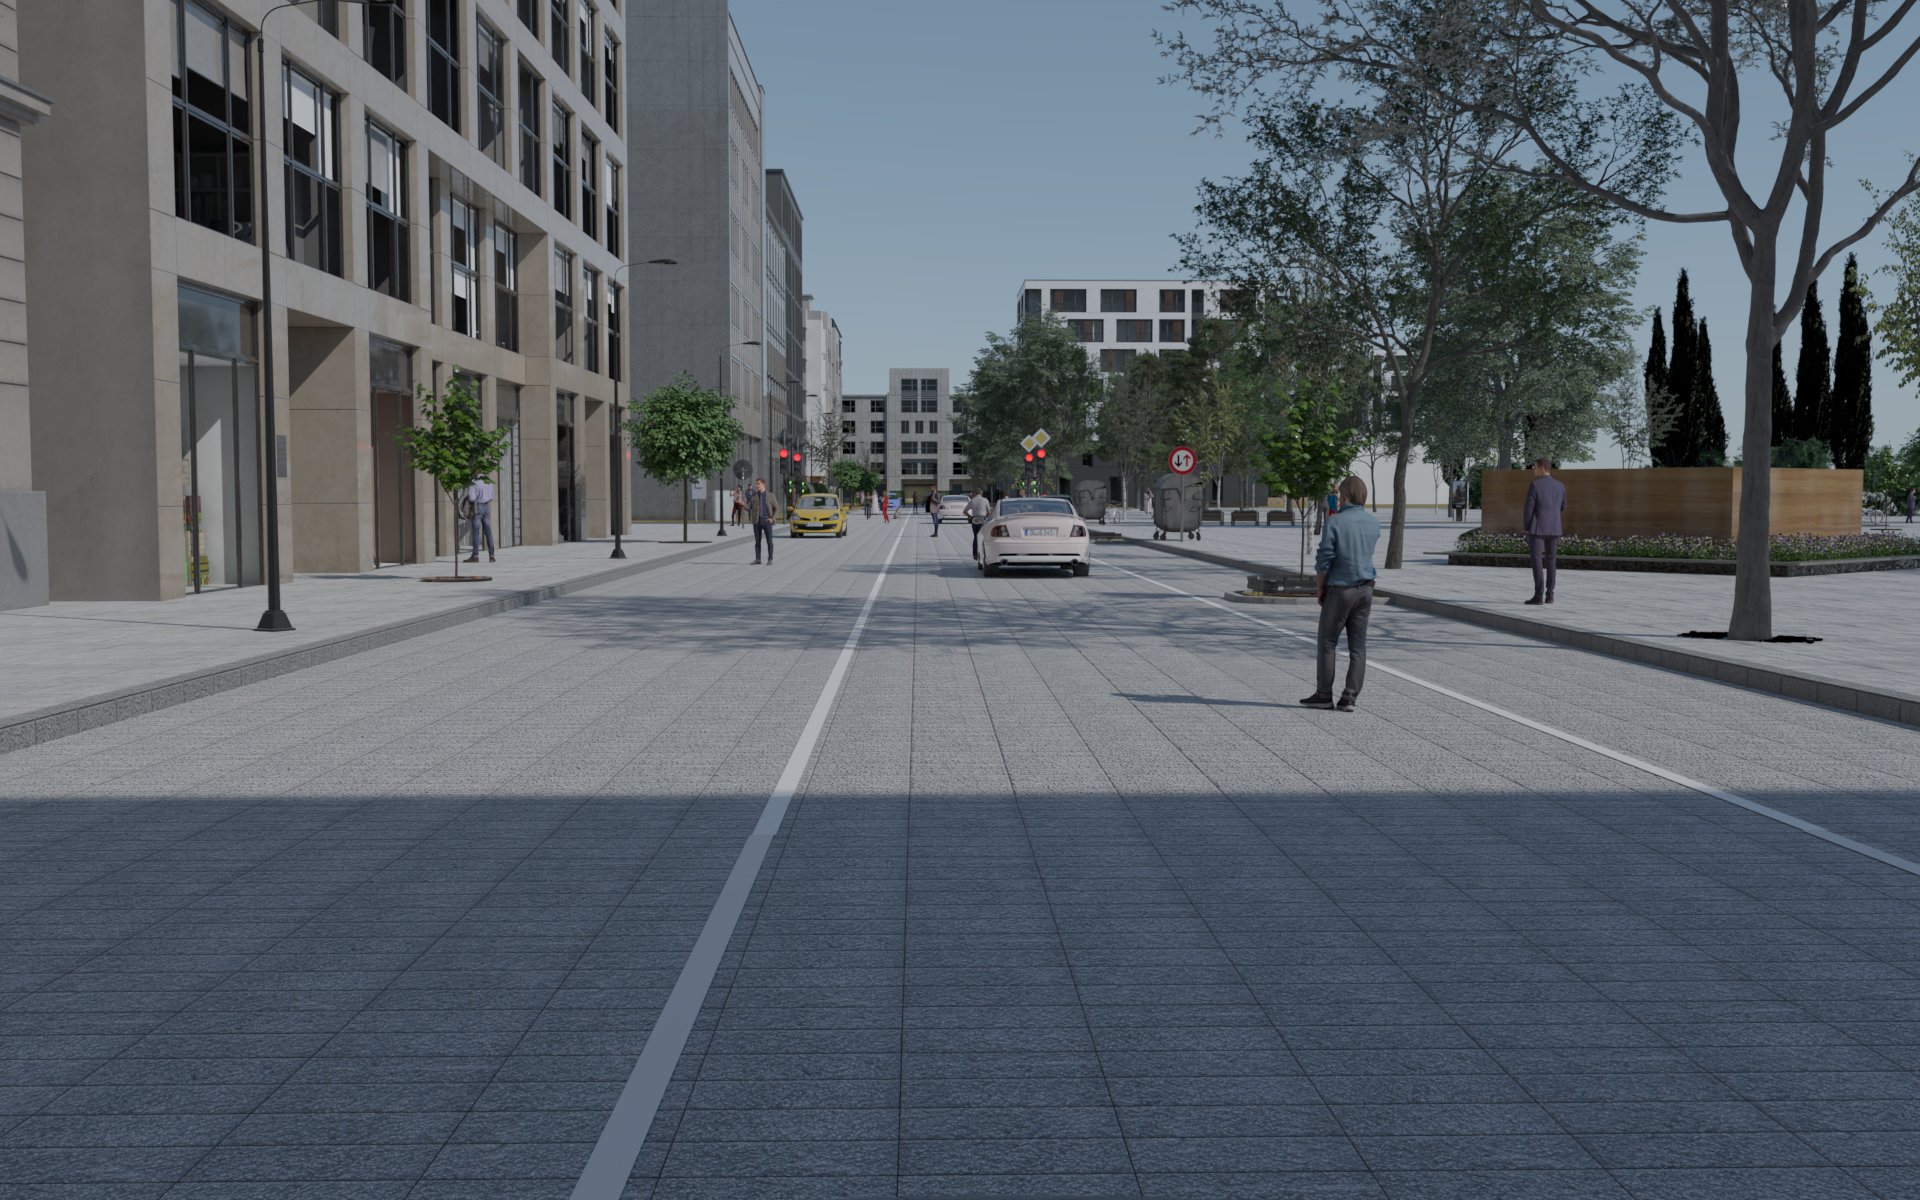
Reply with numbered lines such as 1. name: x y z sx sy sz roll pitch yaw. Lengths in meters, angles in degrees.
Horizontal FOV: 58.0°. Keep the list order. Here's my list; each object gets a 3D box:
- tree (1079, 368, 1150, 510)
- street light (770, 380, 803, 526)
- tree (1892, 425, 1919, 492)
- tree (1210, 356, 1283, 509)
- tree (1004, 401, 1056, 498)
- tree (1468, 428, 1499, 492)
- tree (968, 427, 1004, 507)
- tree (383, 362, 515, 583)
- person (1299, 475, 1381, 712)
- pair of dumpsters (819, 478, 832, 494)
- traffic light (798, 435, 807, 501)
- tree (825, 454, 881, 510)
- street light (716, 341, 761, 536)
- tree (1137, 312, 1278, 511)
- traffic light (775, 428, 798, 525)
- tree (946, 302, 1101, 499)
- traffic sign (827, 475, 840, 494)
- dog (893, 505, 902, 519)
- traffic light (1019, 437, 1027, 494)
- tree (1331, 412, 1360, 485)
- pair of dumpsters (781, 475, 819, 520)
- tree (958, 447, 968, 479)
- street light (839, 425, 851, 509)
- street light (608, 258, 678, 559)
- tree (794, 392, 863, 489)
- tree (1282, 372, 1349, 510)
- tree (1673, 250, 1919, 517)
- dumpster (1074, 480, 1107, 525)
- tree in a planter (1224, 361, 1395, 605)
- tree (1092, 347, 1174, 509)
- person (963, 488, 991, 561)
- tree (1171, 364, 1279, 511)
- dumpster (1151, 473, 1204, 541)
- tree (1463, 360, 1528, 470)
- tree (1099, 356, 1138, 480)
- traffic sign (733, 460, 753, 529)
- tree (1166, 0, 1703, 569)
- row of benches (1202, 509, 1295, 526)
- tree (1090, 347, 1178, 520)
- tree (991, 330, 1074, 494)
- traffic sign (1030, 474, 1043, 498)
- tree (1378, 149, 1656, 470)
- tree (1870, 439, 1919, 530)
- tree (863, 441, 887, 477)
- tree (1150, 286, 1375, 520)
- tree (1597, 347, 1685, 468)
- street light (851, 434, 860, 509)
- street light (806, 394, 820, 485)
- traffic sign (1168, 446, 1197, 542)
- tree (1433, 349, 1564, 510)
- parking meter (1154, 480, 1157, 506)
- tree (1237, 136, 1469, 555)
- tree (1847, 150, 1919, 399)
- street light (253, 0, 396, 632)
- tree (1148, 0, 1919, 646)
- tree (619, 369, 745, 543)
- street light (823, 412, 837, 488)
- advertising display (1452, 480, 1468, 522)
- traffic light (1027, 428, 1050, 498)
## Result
1. tree: 13.359 -13.105 140.027 9.928 11.665 9.643 0 3 0
2. street light: -7.172 -6.000 70.634 1.470 5.913 1.316 0 4 -1
3. tree: 37.924 -5.088 66.905 4.285 4.588 4.351 0 3 0
4. tree: 24.439 -14.790 149.243 7.806 13.903 7.818 0 3 0
5. tree: 4.786 -11.175 133.066 4.737 8.622 4.395 0 3 0
6. tree: 31.692 -9.593 107.205 4.360 8.622 3.978 0 3 0
7. tree: 3.219 -13.480 170.763 4.360 8.622 3.978 0 3 0
8. tree: -7.309 -1.888 25.475 1.663 3.219 1.824 0 3 0
9. person: 2.523 -0.044 11.439 0.499 1.552 0.429 0 4 5
10. pair of dumpsters: -8.651 -6.276 105.101 1.574 2.255 4.436 0 4 -1
11. traffic light: -7.556 -5.600 80.807 0.839 4.213 0.868 0 4 -1
12. tree: -9.435 -9.697 142.252 4.285 4.588 4.351 0 3 0
13. street light: -6.729 -4.902 52.696 1.470 5.913 1.316 0 4 -1
14. tree: 14.656 -11.081 103.233 6.751 12.117 7.091 0 3 0
15. traffic light: -7.366 -5.112 72.824 0.839 4.213 0.868 0 4 -1
16. tree: 4.917 -12.852 116.779 9.857 13.997 8.962 0 3 0
17. traffic sign: -8.688 -7.272 118.897 0.884 2.594 0.081 0 4 6
18. dog: -3.683 -5.013 98.807 0.800 0.831 0.513 0 4 -5
19. traffic light: 3.201 -5.617 81.078 0.839 4.213 0.868 0 4 -1
20. tree: 31.549 -11.969 146.061 4.737 8.622 4.395 0 3 0
21. pair of dumpsters: -8.246 -5.238 88.136 1.574 2.255 4.436 0 4 -1
22. tree: 1.815 -16.624 222.157 4.360 8.622 3.978 0 3 0
23. street light: -8.290 -8.810 116.577 1.470 5.913 1.316 0 4 -1
24. street light: -6.250 -3.773 34.228 1.470 5.913 1.316 0 4 -1
25. tree: -9.582 -10.641 124.338 4.360 8.622 3.978 0 3 0
26. tree: 26.841 -12.867 132.429 6.751 12.117 7.091 0 3 0
27. tree: 47.499 -12.204 101.353 18.604 14.587 13.155 2 4 24
28. dumpster: 5.397 -4.013 71.379 1.264 1.857 1.865 0 4 -1
29. tree in a planter: 4.620 -1.593 23.275 1.991 3.239 1.994 0 4 -1
30. tree: 15.070 -14.783 149.123 7.806 13.903 7.818 0 3 0
31. person: 0.364 -1.637 37.470 0.614 1.554 0.590 1 4 18
32. tree: 13.970 -8.825 94.649 4.737 8.622 4.395 0 3 0
33. dumpster: 6.053 -2.587 48.060 1.264 1.857 1.865 0 4 -1
34. tree: 26.420 -8.276 85.669 4.737 8.622 4.395 0 3 0
35. tree: 13.854 -12.737 130.309 6.751 12.117 7.091 0 3 0
36. traffic sign: -8.003 -3.896 63.809 0.768 2.556 0.104 0 4 8
37. tree: 7.523 -5.788 29.039 8.767 10.594 7.601 -1 4 -20
38. row of benches: 11.513 -3.363 70.453 4.104 0.672 1.422 1 4 18
39. tree: 8.352 -8.300 86.069 4.360 8.622 3.978 0 3 0
40. tree: 5.418 -10.087 99.331 8.767 10.594 7.601 2 4 26
41. traffic sign: 4.763 -6.650 108.735 0.884 2.594 0.081 0 4 1
42. tree: 20.472 -9.650 64.433 9.857 13.997 8.962 0 3 0
43. tree: 32.783 -4.081 61.320 1.663 3.219 1.824 0 3 0
44. tree: -12.111 -17.166 231.024 4.360 8.622 3.978 0 3 0
45. tree: 16.482 -9.765 85.418 9.928 11.665 9.643 0 3 0
46. tree: 32.880 -8.227 84.867 4.360 8.622 3.978 0 3 0
47. street light: -8.702 -9.907 134.516 1.470 5.913 1.316 0 4 -1
48. street light: -7.312 -6.615 80.702 1.470 5.913 1.316 0 4 -1
49. traffic sign: 5.924 -2.818 46.188 0.768 2.556 0.104 0 4 0
50. tree: 48.544 -15.099 148.684 18.604 14.587 13.155 -2 4 -34
51. parking meter: 8.417 -4.136 73.342 0.399 1.863 0.255 -3 5 -43
52. tree: 7.646 -5.277 36.637 4.360 8.622 3.978 0 3 0
53. tree: 20.804 -5.269 36.515 4.737 8.622 4.395 0 3 0
54. street light: -5.894 -2.664 16.093 1.470 5.913 1.316 0 4 -1
55. tree: 7.076 -6.396 14.950 12.009 13.543 11.850 0 3 0
56. tree: -7.308 -3.777 45.466 4.285 4.588 4.351 0 3 0
57. street light: -7.913 -7.712 98.637 1.470 5.913 1.316 0 4 -1
58. advertising display: 23.353 -4.634 80.973 0.123 1.923 0.974 -1 4 -23
59. traffic light: 3.392 -5.129 73.096 0.839 4.213 0.868 0 4 -1
